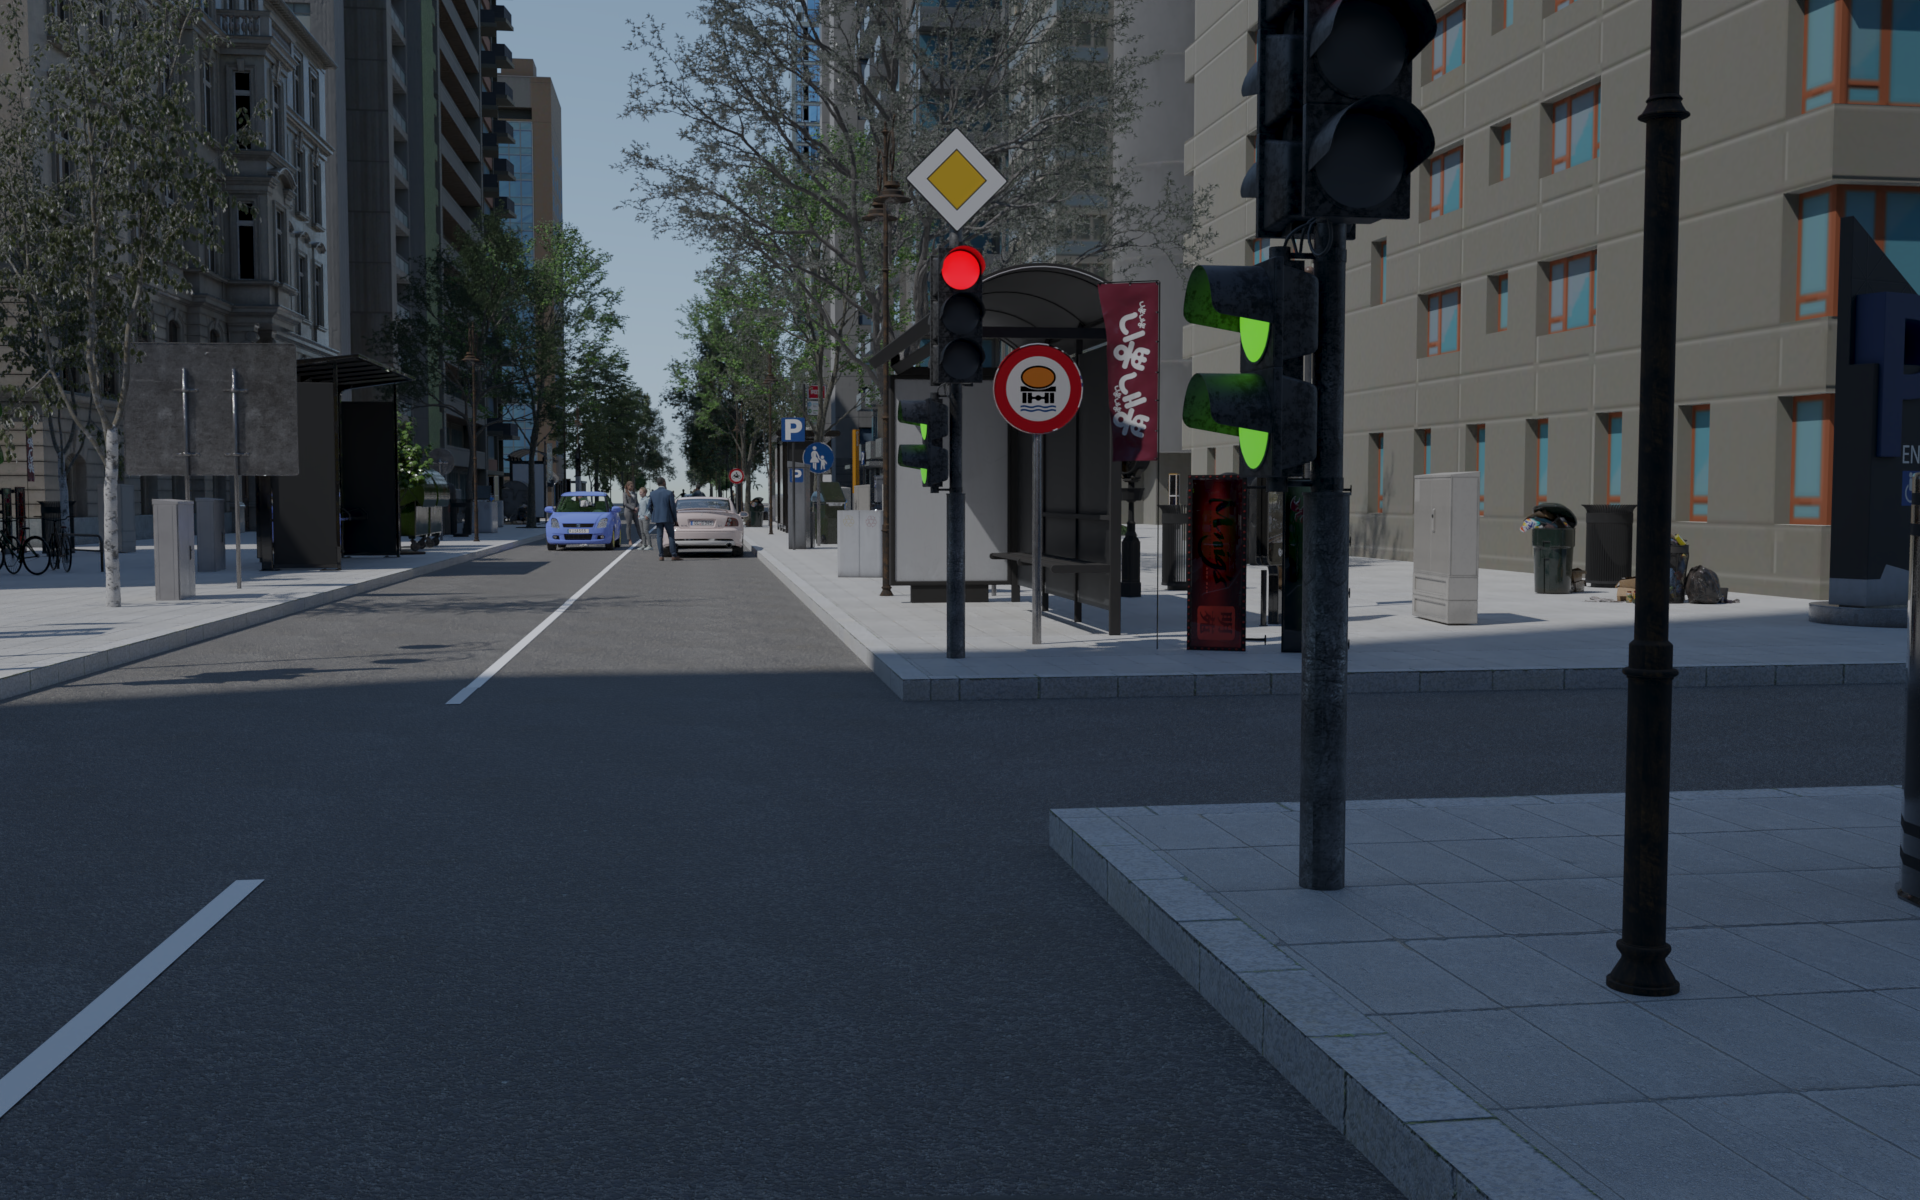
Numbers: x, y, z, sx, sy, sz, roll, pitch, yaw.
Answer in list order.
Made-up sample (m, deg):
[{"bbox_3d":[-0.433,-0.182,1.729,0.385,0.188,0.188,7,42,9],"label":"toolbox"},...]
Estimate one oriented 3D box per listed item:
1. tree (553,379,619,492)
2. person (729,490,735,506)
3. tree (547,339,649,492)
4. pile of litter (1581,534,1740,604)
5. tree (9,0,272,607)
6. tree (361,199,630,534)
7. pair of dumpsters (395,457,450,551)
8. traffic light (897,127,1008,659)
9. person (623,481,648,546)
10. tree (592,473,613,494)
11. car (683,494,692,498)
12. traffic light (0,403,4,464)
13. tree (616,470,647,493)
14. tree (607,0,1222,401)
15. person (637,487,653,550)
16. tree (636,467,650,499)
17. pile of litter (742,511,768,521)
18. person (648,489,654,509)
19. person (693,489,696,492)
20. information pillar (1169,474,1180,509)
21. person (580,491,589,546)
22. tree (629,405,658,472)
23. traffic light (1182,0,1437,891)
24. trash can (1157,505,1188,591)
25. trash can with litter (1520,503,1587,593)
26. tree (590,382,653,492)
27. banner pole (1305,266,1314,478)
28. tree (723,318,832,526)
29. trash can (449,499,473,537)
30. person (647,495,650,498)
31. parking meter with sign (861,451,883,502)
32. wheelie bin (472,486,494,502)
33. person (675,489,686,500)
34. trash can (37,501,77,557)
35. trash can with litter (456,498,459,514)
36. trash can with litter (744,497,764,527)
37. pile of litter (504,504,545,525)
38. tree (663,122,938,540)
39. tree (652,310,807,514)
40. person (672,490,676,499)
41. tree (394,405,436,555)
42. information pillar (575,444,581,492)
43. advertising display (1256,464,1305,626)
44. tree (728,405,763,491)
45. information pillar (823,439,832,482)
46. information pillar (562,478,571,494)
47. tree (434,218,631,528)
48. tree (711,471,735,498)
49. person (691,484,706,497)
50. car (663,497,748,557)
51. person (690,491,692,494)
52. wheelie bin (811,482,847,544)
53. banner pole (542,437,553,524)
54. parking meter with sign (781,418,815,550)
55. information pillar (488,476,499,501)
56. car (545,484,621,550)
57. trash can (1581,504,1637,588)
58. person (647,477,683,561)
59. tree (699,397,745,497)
[{"bbox_3d":[-23.387,-9.722,109.324,4.737,8.622,4.395,0,3,0],"label":"tree"},{"bbox_3d":[-21.825,-9.655,166.363,1.348,1.823,0.705,3,5,43],"label":"person"},{"bbox_3d":[-26.634,-12.767,126.866,7.486,12.596,7.792,0,3,0],"label":"tree"},{"bbox_3d":[8.345,-0.406,20.608,1.719,0.858,1.176,2,4,26],"label":"pile of litter"},{"bbox_3d":[-9.758,-4.235,19.603,4.360,8.622,3.978,0,3,0],"label":"tree"},{"bbox_3d":[-15.241,-7.339,54.399,7.601,10.594,8.767,0,4,1],"label":"tree"},{"bbox_3d":[-13.039,-2.331,40.610,1.574,2.255,4.437,-1,4,-9],"label":"pair of dumpsters"},{"bbox_3d":[-0.051,-1.500,13.445,0.839,4.253,0.868,-1,4,-9],"label":"traffic light"},{"bbox_3d":[-8.956,-2.380,47.694,0.573,1.790,0.520,1,4,23],"label":"person"},{"bbox_3d":[-27.339,-8.504,133.643,1.663,3.219,1.824,0,3,0],"label":"tree"},{"bbox_3d":[-17.588,-6.280,114.483,2.131,1.459,4.920,0,4,-7],"label":"car"},{"bbox_3d":[-7.324,-1.431,12.313,0.839,4.253,0.868,-1,4,-9],"label":"traffic light"},{"bbox_3d":[-38.910,-13.719,208.025,4.285,4.588,4.351,0,3,0],"label":"tree"},{"bbox_3d":[-1.080,-7.313,29.938,12.009,13.543,11.850,0,3,0],"label":"tree"},{"bbox_3d":[-8.092,-2.085,44.393,0.330,1.601,0.589,-2,4,-32],"label":"person"},{"bbox_3d":[-40.531,-16.330,217.364,4.360,8.622,3.978,0,3,0],"label":"tree"},{"bbox_3d":[-9.916,-4.296,84.201,1.719,0.858,1.176,-1,4,-22],"label":"pile of litter"},{"bbox_3d":[-24.545,-7.933,138.210,1.348,1.823,0.705,-3,5,-44],"label":"person"},{"bbox_3d":[-13.104,-4.658,85.667,0.512,1.701,0.522,3,5,39],"label":"person"},{"bbox_3d":[7.796,-3.581,63.046,0.304,2.012,0.304,2,4,28],"label":"information pillar"},{"bbox_3d":[-10.321,-2.233,47.610,0.503,1.515,0.523,1,4,21],"label":"person"},{"bbox_3d":[-31.393,-13.803,160.087,7.601,10.594,8.767,0,4,-3],"label":"tree"},{"bbox_3d":[1.165,-1.017,5.553,0.839,4.253,0.868,-1,4,-9],"label":"traffic light"},{"bbox_3d":[3.008,-0.707,23.213,0.748,1.137,0.748,0,3,0],"label":"trash can"},{"bbox_3d":[7.749,-0.681,22.519,0.624,1.170,1.055,3,4,37],"label":"trash can with litter"},{"bbox_3d":[-33.599,-15.929,177.445,9.611,12.733,9.660,0,3,0],"label":"tree"},{"bbox_3d":[3.882,-1.795,19.365,0.401,3.779,0.863,1,4,11],"label":"banner pole"},{"bbox_3d":[-7.398,-7.254,68.966,4.360,8.622,3.978,0,3,0],"label":"tree"},{"bbox_3d":[-14.932,-2.455,51.785,0.748,1.137,0.748,0,3,0],"label":"trash can"},{"bbox_3d":[-22.587,-7.118,124.755,0.599,1.838,0.709,-2,4,-29],"label":"person"},{"bbox_3d":[-3.137,-4.580,71.150,1.738,3.016,0.543,-1,4,-15],"label":"parking meter with sign"},{"bbox_3d":[-17.859,-3.475,64.725,0.980,1.594,0.693,0,4,-3],"label":"wheelie bin"},{"bbox_3d":[-20.440,-7.305,127.956,1.348,1.822,0.705,-1,4,-21],"label":"person"},{"bbox_3d":[-18.570,-1.468,35.654,0.748,1.137,0.748,0,3,0],"label":"trash can"},{"bbox_3d":[-17.968,-2.988,60.242,1.055,1.170,0.624,1,4,21],"label":"trash can with litter"},{"bbox_3d":[-8.026,-3.403,67.027,0.624,1.170,1.055,-3,4,-38],"label":"trash can with litter"},{"bbox_3d":[-18.322,-3.584,72.570,1.719,0.858,1.176,1,4,10],"label":"pile of litter"},{"bbox_3d":[-3.926,-7.520,48.712,9.928,11.665,9.643,0,3,0],"label":"tree"},{"bbox_3d":[-13.533,-11.521,105.374,9.611,12.733,9.660,0,3,0],"label":"tree"},{"bbox_3d":[-31.510,-11.143,190.619,0.705,1.831,1.348,-2,4,-32],"label":"person"},{"bbox_3d":[-12.023,-2.576,36.713,1.663,3.219,1.824,0,3,0],"label":"tree"},{"bbox_3d":[-17.861,-5.486,81.050,0.183,3.616,0.504,-3,4,-36],"label":"information pillar"},{"bbox_3d":[3.179,-0.730,17.157,0.123,1.923,0.974,2,4,32],"label":"advertising display"},{"bbox_3d":[-15.837,-10.679,124.962,4.737,8.622,4.395,0,3,0],"label":"tree"},{"bbox_3d":[-5.699,-5.055,74.009,0.504,3.616,0.183,1,4,12],"label":"information pillar"},{"bbox_3d":[-18.548,-4.723,81.719,0.304,2.012,0.304,-3,5,-44],"label":"information pillar"},{"bbox_3d":[-15.980,-8.507,64.850,9.928,11.665,9.643,0,3,0],"label":"tree"},{"bbox_3d":[-28.575,-13.738,208.336,4.285,4.588,4.351,0,3,0],"label":"tree"},{"bbox_3d":[-10.302,-3.634,67.899,0.794,1.824,0.713,1,4,8],"label":"person"},{"bbox_3d":[-6.031,-1.740,40.805,2.083,1.381,4.827,0,4,-7],"label":"car"},{"bbox_3d":[-22.644,-8.368,146.028,1.217,1.735,0.721,1,4,13],"label":"person"},{"bbox_3d":[-3.395,-2.237,44.484,0.980,1.594,0.693,-3,4,-37],"label":"wheelie bin"},{"bbox_3d":[-17.886,-5.211,75.210,0.401,3.779,0.863,-3,5,-42],"label":"banner pole"},{"bbox_3d":[-3.726,-2.700,40.403,0.543,3.016,1.738,0,4,5],"label":"parking meter with sign"},{"bbox_3d":[-18.739,-3.981,69.574,0.304,2.012,0.304,1,4,17],"label":"information pillar"},{"bbox_3d":[-9.798,-2.178,45.201,1.945,1.707,3.694,0,4,-7],"label":"car"},{"bbox_3d":[8.928,-0.744,23.825,0.748,1.137,0.748,0,3,0],"label":"trash can"},{"bbox_3d":[-6.337,-1.742,37.159,0.721,1.800,0.419,0,4,1],"label":"person"},{"bbox_3d":[-26.682,-16.830,193.304,7.486,12.596,7.792,0,3,0],"label":"tree"}]
